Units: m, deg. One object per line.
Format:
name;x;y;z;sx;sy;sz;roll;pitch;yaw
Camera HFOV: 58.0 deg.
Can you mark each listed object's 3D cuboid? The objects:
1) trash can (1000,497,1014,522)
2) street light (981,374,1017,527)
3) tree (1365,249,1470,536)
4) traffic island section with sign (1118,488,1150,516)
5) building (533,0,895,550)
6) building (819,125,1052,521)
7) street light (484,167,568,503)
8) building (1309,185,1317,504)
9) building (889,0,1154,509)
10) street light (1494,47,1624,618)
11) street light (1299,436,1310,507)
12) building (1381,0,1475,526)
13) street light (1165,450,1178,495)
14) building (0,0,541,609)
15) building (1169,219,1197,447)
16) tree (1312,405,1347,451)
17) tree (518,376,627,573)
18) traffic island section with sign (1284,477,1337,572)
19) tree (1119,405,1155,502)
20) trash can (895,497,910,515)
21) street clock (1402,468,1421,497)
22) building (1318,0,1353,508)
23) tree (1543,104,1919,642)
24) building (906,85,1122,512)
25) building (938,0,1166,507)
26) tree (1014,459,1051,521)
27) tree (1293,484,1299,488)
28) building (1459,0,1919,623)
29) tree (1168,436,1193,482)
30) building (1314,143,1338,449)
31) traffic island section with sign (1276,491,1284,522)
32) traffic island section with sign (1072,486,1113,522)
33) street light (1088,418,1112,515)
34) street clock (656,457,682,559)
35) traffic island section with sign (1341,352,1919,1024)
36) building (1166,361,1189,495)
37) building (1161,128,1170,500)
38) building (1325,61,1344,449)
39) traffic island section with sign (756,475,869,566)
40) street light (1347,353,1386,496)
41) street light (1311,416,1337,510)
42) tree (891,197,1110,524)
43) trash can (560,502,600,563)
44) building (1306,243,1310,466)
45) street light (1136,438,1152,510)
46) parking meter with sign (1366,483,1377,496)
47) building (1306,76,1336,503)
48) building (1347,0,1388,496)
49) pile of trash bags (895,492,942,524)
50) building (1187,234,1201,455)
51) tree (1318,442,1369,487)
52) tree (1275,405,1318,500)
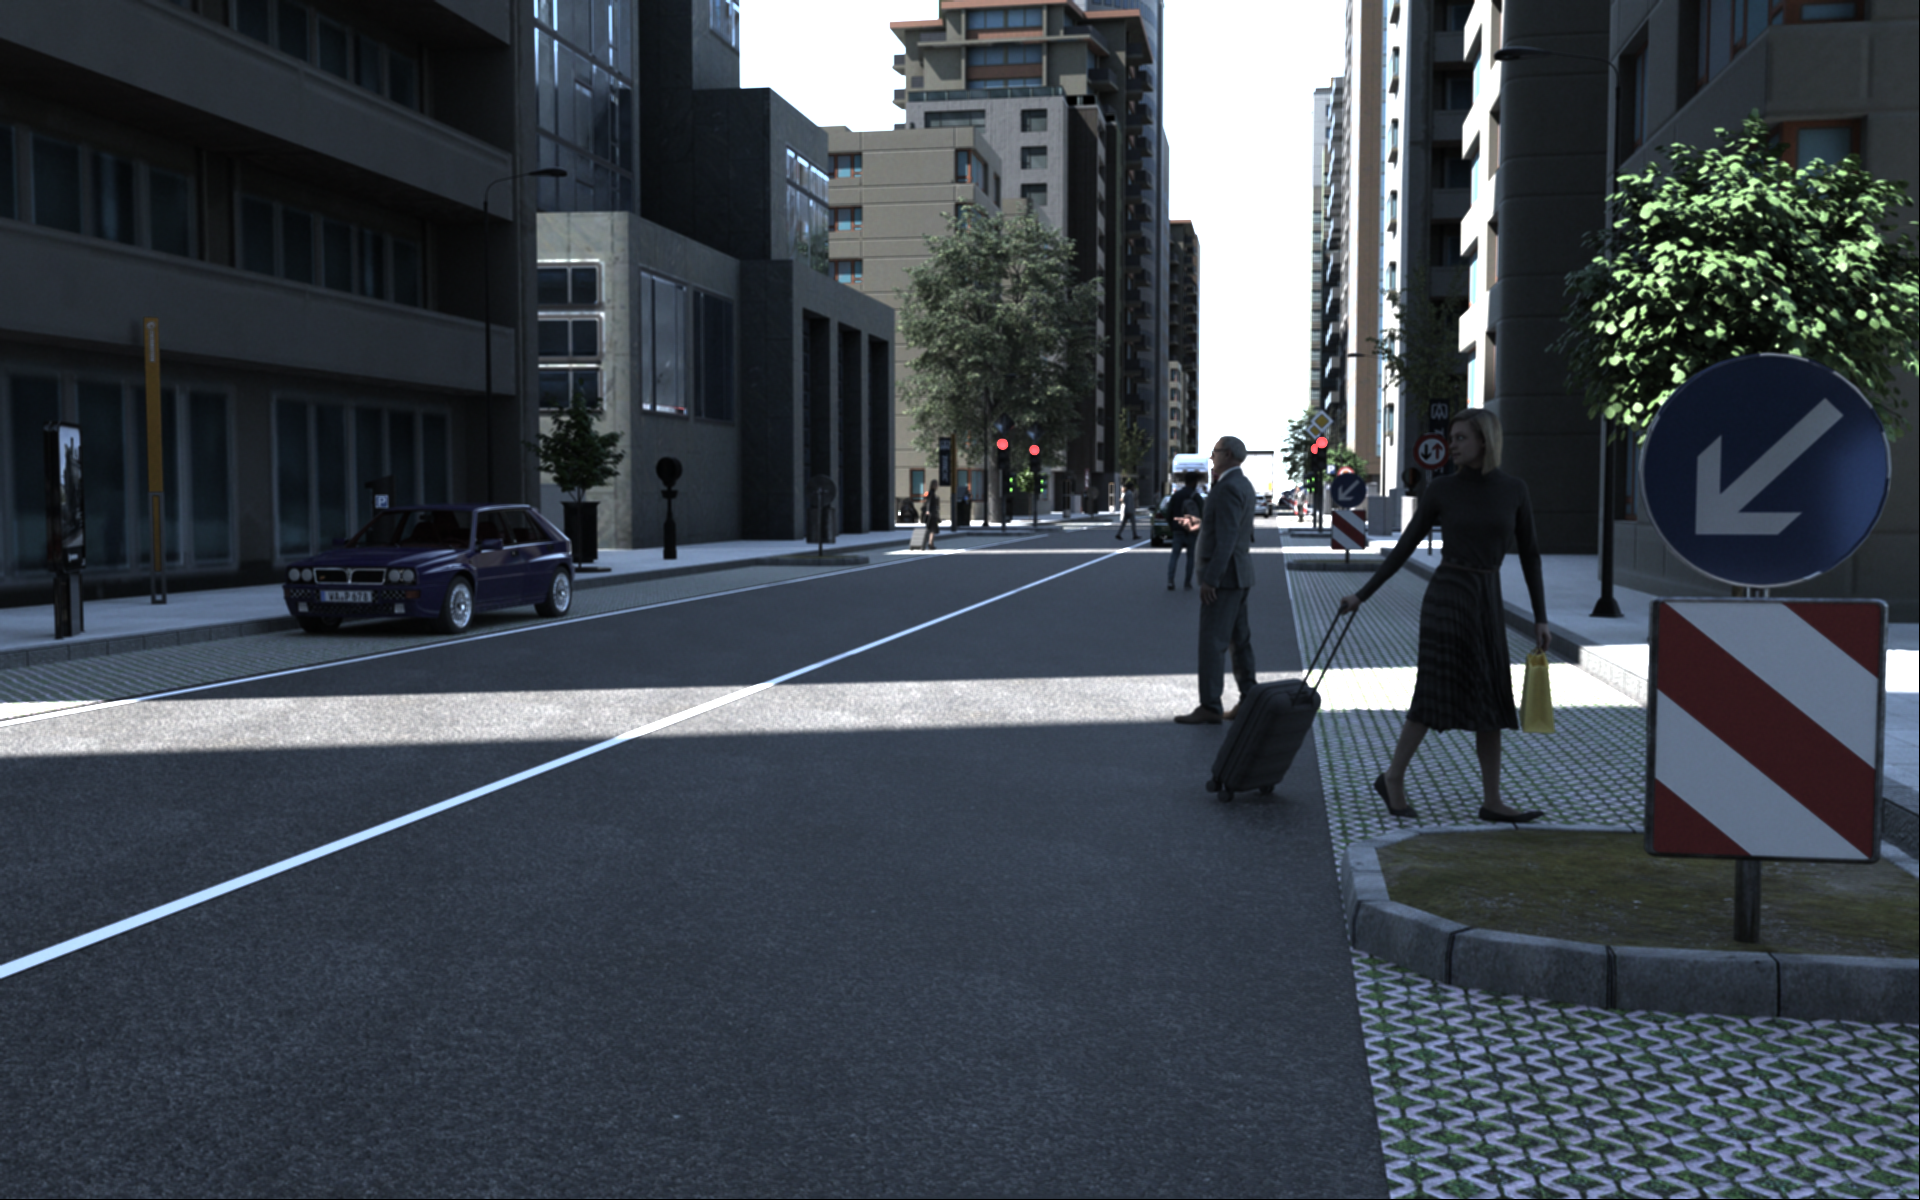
trash can;2.085;-4.116;78.947;0.748;1.137;0.748;0;3;0
street light;1.530;-5.798;67.342;1.470;5.913;1.316;1;4;10
tree;14.613;-6.272;52.905;4.737;8.622;4.395;0;3;0
traffic island section with sign;11.650;-6.545;115.638;1.989;1.847;2.006;1;4;10
building;-19.506;-45.086;49.820;31.000;86.520;22.319;1;4;10
building;-10.359;-15.495;98.381;27.650;21.520;28.899;1;4;10
street light;-6.266;-3.201;24.873;1.470;5.913;1.316;1;4;10
building;53.671;-33.435;230.251;14.154;41.232;14.086;1;4;10
building;5.839;-30.736;157.163;22.147;44.769;28.867;1;4;10
street light;6.248;-2.785;18.080;1.470;5.913;1.316;1;4;10
street light;28.175;-10.183;139.028;1.470;5.913;1.316;1;4;10
building;29.718;-27.632;75.483;21.600;48.544;21.300;1;4;10
street light;22.170;-12.804;181.882;1.470;5.913;1.316;1;4;10
building;-19.898;-24.321;21.352;21.300;48.544;21.600;1;4;10
building;25.203;-37.570;268.893;22.147;44.769;28.867;1;4;10
tree;31.260;-11.883;144.655;4.360;8.622;3.978;0;3;0
tree;-6.225;-2.075;28.521;1.663;3.219;1.824;0;3;0
traffic island section with sign;7.184;-1.472;32.688;1.989;1.847;2.006;1;4;10
tree;13.239;-11.531;138.898;4.737;8.622;4.395;0;3;0
trash can;-2.608;-4.101;78.706;0.748;1.137;0.748;0;3;0
street clock;12.404;-2.634;47.639;0.471;2.002;0.358;0;4;-5
building;42.849;-43.831;154.893;20.563;71.187;20.611;1;4;10
tree;6.656;-1.892;14.642;4.285;4.588;4.351;0;3;0
building;4.170;-21.708;126.627;14.160;30.474;14.107;1;4;10
building;10.269;-39.331;185.059;21.231;58.520;28.212;1;4;10
tree;3.213;-5.340;81.918;1.663;3.219;1.824;0;3;0
tree;56.397;-18.053;289.772;1.663;3.219;1.824;0;3;0
building;24.157;-11.223;28.538;27.650;21.520;28.899;1;4;10
tree;27.728;-16.359;217.839;4.360;8.622;3.978;0;3;0
building;49.517;-31.804;203.596;14.154;41.232;14.086;1;4;10
traffic island section with sign;17.143;-4.840;87.756;1.989;1.847;2.006;1;4;10
traffic island section with sign;6.841;-4.923;89.114;1.989;1.847;2.006;1;4;10
street light;8.573;-8.164;106.020;1.470;5.913;1.316;1;4;10
street clock;-5.717;-1.805;34.086;0.471;2.002;0.358;2;4;26
traffic island section with sign;2.288;0.182;5.654;1.989;1.847;2.006;1;4;10
building;17.243;-24.263;241.742;27.650;21.520;28.899;1;4;10
building;17.466;-33.979;205.674;14.600;45.320;14.200;1;4;10
building;49.790;-34.288;180.216;23.786;49.044;30.456;1;4;10
traffic island section with sign;-2.920;-1.624;35.175;1.989;1.847;2.006;1;4;10
street light;13.459;-5.177;57.191;1.470;5.913;1.316;1;4;10
street light;21.327;-7.843;100.777;1.470;5.913;1.316;1;4;10
tree;1.608;-10.317;75.334;9.857;13.997;8.962;0;3;0
trash can;-7.077;-1.264;32.319;0.748;1.137;0.748;0;3;0
building;67.095;-38.142;278.238;22.147;44.769;28.867;1;4;10
street light;15.308;-10.464;143.633;1.470;5.913;1.316;1;4;10
parking meter with sign;27.553;-7.316;115.880;1.738;3.016;0.543;0;4;0
building;61.025;-43.294;249.849;21.231;58.520;28.212;1;4;10
building;36.367;-29.278;128.805;14.600;45.320;14.200;1;4;10
pile of trash bags;-1.664;-4.031;75.658;1.912;1.369;3.447;1;4;11
building;32.887;-39.096;289.332;14.600;45.320;14.200;1;4;10
tree;23.531;-7.556;107.257;4.285;4.588;4.351;0;3;0
tree;43.912;-18.480;220.280;7.486;12.596;7.792;0;3;0
